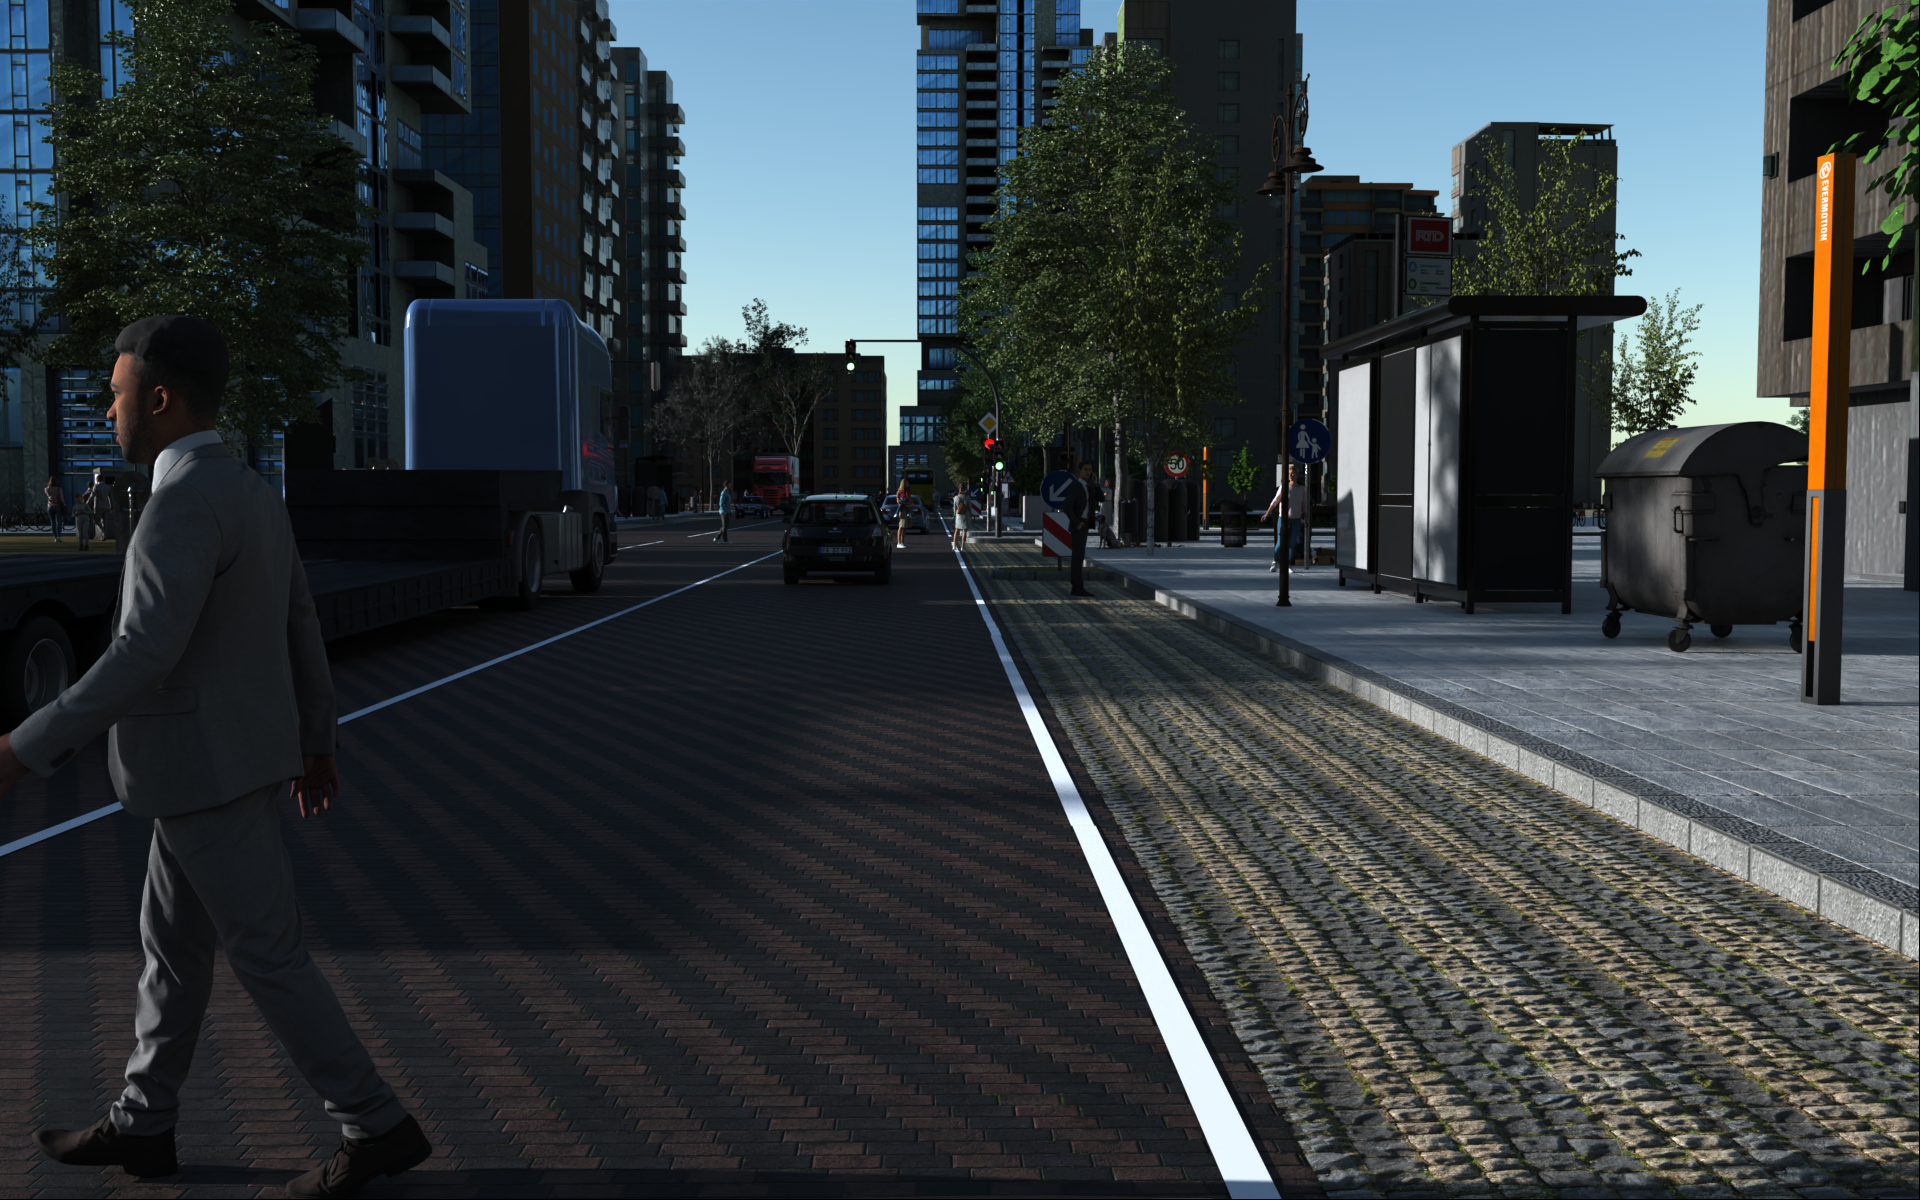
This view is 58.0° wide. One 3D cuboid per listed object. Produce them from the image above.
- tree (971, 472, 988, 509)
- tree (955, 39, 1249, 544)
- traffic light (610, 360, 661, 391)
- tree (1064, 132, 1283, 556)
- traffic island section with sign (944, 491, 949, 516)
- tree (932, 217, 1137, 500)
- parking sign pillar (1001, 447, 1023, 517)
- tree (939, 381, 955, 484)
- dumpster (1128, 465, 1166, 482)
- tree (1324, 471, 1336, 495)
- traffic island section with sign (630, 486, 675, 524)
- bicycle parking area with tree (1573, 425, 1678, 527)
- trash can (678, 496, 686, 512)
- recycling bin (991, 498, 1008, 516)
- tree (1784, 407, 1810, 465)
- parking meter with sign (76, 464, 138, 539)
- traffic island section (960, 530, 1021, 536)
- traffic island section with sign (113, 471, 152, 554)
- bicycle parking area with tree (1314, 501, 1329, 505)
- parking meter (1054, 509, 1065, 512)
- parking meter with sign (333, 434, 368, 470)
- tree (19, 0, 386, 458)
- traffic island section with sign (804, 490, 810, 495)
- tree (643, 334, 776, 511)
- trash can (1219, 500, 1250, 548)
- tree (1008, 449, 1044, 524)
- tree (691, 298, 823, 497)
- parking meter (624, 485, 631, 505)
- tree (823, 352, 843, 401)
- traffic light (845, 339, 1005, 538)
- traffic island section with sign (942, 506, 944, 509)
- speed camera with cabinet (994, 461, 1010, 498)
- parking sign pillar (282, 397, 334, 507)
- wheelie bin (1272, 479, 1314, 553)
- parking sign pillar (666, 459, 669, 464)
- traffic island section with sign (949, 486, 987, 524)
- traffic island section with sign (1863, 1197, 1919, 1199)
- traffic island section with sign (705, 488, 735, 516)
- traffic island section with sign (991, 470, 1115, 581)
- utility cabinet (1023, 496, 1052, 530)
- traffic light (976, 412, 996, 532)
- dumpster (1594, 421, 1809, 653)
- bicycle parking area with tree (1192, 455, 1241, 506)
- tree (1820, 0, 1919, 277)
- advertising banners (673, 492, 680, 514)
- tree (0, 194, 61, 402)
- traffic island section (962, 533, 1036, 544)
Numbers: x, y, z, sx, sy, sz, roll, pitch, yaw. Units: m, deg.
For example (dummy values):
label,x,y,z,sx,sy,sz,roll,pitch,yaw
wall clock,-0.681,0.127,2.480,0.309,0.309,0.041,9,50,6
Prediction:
label,x,y,z,sx,sy,sz,roll,pitch,yaw
tree,1.441,-9.583,151.283,1.663,3.219,1.824,0,3,0
tree,3.753,-7.714,44.245,7.486,12.596,7.792,0,3,0
traffic light,-12.590,-5.153,58.921,4.771,5.953,1.251,0,4,-1
tree,4.131,-5.212,35.575,4.737,8.622,4.395,0,3,0
traffic island section with sign,0.134,-6.282,111.335,1.989,1.847,2.006,0,4,-1
tree,3.177,-8.526,65.152,9.928,11.665,9.643,0,3,0
parking sign pillar,3.101,-6.714,98.244,1.447,3.967,1.447,0,4,8
tree,2.215,-13.230,134.445,7.486,12.596,7.792,0,3,0
dumpster,6.206,-3.478,59.358,1.502,2.255,1.985,0,4,-1
tree,26.981,-7.948,124.543,1.663,3.219,1.824,0,3,0
traffic island section with sign,-14.825,-4.593,83.721,1.989,1.847,2.006,0,4,-1
bicycle parking area with tree,27.085,-5.184,71.768,8.231,4.147,9.016,0,4,2
trash can,-19.952,-6.859,123.799,0.748,1.137,0.748,0,3,0
recycling bin,2.304,-5.398,100.804,0.722,1.027,0.722,3,5,45
tree,53.087,-8.268,98.091,11.467,7.101,20.602,-1,4,-10
parking meter with sign,-24.375,-3.259,49.551,0.543,3.016,1.738,3,4,36
traffic island section,1.018,-2.261,59.247,2.009,0.180,2.903,0,4,-1
traffic island section with sign,-13.869,-1.219,28.557,1.989,1.847,2.006,0,4,-1
bicycle parking area with tree,28.695,-8.790,130.723,8.231,4.147,9.016,1,4,10
parking meter,3.438,-3.283,59.388,0.399,1.863,0.255,-2,4,-31
parking meter with sign,-17.756,-3.353,51.077,0.543,3.016,1.738,3,5,45
tree,-16.783,-7.367,38.574,7.486,12.596,7.792,0,3,0
traffic island section with sign,-16.625,-11.025,188.892,1.989,1.847,2.006,0,4,-1
tree,-18.860,-13.567,132.189,12.009,13.543,11.850,0,3,0
trash can,6.585,-1.833,41.621,0.748,1.137,0.748,0,3,0
tree,3.171,-4.905,74.790,1.663,3.219,1.824,0,3,0
tree,-20.440,-19.217,170.085,12.611,20.169,13.585,0,3,0
parking meter,-21.066,-6.362,109.722,0.399,1.863,0.255,2,4,31
tree,-21.304,-21.633,209.590,12.611,20.169,13.585,0,3,0
traffic light,-0.975,-4.667,50.972,4.771,5.953,1.251,0,4,-1
traffic island section with sign,-0.721,-9.343,161.386,1.989,1.847,2.006,0,4,-1
speed camera with cabinet,2.466,-6.635,102.812,0.660,3.252,2.038,2,4,31
parking sign pillar,-18.070,-3.641,48.009,1.447,3.967,1.447,-2,4,-30
wheelie bin,6.820,-1.693,35.584,0.693,1.594,0.980,-2,4,-28
parking sign pillar,-20.363,-8.027,119.712,1.447,3.967,1.447,0,4,-4
traffic island section with sign,0.590,-4.633,84.384,1.989,1.847,2.006,0,4,-1
traffic island section with sign,1.998,0.398,2.126,1.989,1.847,2.006,0,4,-1
traffic island section with sign,-15.286,-6.284,111.375,1.989,1.847,2.006,0,4,-1
traffic island section with sign,1.538,-1.266,29.335,1.989,1.847,2.006,0,4,-1
utility cabinet,2.794,-3.135,62.425,1.020,1.237,0.306,-1,4,-11
traffic light,0.978,-4.294,59.133,0.839,4.253,0.868,0,4,-1
dumpster,6.319,-0.545,14.673,1.264,1.857,1.865,0,4,-1
bicycle parking area with tree,16.950,-8.706,129.343,9.016,4.147,8.231,1,4,12
tree,4.890,-1.368,6.082,4.285,4.588,4.351,0,3,0
advertising banners,-19.208,-7.095,112.198,2.074,3.025,0.090,0,4,1
tree,-23.851,-5.592,41.798,4.360,8.622,3.978,0,3,0
traffic island section,1.155,-1.773,51.263,2.009,0.180,2.903,0,4,-1
